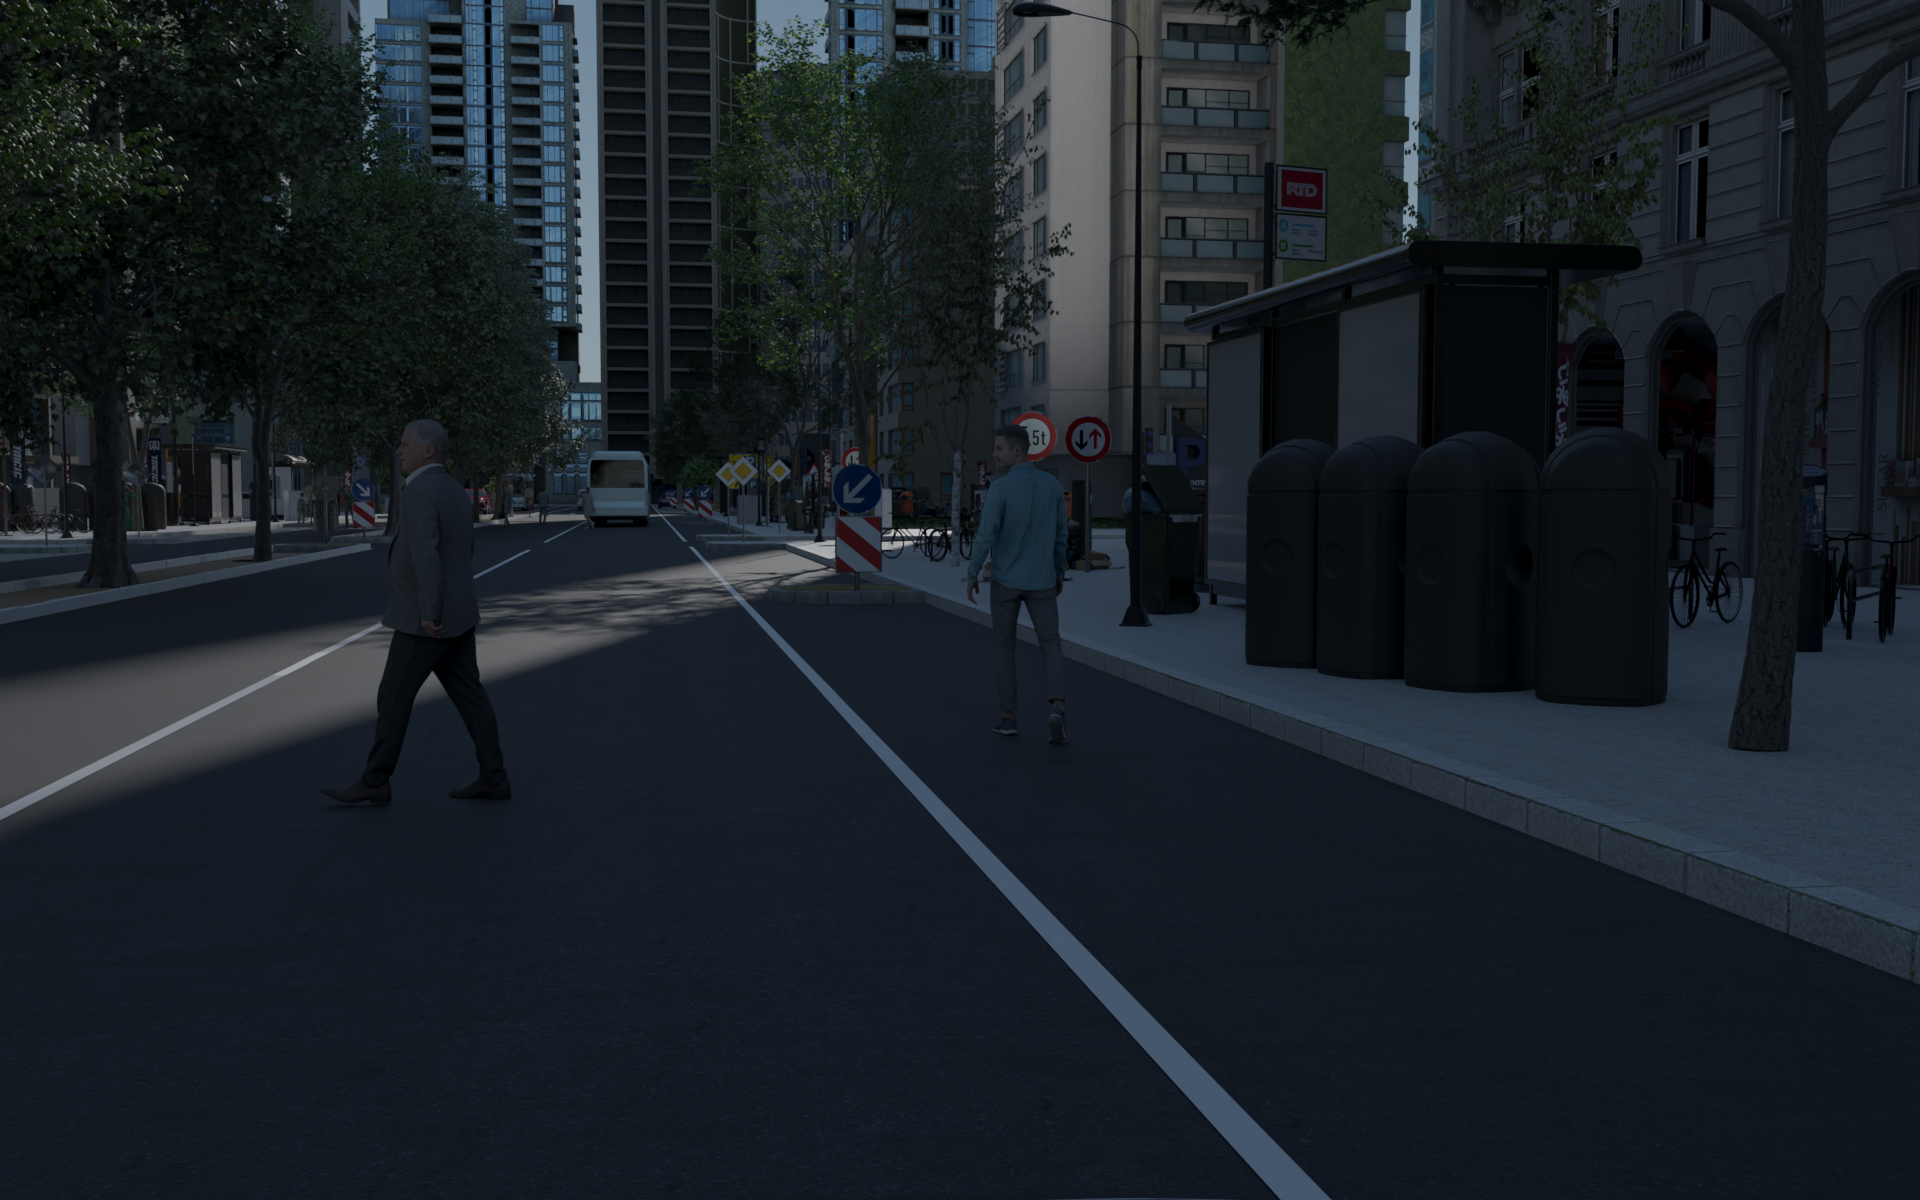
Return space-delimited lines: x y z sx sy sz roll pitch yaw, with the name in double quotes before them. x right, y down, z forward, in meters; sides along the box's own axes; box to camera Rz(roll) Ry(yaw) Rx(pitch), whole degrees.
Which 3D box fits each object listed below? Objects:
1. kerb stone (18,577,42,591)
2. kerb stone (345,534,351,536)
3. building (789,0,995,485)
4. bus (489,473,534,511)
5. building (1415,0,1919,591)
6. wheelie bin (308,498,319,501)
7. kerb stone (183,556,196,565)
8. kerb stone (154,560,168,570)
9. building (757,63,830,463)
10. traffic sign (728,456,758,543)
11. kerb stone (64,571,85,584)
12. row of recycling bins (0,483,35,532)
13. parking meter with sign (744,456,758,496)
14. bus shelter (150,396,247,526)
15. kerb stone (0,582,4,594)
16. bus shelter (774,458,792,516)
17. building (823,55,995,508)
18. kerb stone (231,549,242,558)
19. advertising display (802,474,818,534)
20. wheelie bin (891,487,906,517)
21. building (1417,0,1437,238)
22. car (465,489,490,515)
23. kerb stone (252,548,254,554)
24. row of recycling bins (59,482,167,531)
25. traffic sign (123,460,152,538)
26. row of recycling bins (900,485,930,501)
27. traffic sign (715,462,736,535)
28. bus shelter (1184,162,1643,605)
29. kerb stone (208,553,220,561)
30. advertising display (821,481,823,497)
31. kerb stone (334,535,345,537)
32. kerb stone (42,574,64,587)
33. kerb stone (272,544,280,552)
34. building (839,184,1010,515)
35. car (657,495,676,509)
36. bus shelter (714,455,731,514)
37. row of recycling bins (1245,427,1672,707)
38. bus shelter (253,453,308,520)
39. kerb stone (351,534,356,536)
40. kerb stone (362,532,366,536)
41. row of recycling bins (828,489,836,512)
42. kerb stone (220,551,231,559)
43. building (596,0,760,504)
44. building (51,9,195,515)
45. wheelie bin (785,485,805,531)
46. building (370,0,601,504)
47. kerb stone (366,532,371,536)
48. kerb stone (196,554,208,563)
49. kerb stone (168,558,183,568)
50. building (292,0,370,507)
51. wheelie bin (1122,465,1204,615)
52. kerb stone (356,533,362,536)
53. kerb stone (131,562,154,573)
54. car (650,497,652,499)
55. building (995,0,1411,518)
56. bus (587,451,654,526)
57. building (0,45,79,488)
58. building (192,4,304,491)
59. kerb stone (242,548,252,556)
"kerb stone" -13.961 -0.221 25.812 0.120 0.150 1.000 -1 4 -10
"kerb stone" -19.074 -1.921 53.599 0.120 0.150 1.000 -1 4 -10
"building" -5.353 -52.973 178.775 22.319 86.520 31.000 -1 4 -10
"bus" -38.276 -9.391 148.395 2.948 3.499 13.247 -1 4 -10
"building" 17.808 -11.261 25.918 13.314 21.916 24.055 -1 4 -10
"wheelie bin" -35.008 -5.253 93.789 0.980 1.594 0.693 -1 4 -21
"kerb stone" -15.629 -0.776 34.878 0.120 0.150 1.000 -1 4 -10
"kerb stone" -15.266 -0.648 32.859 0.120 0.150 1.000 -1 4 -10
"building" -13.298 -42.389 235.062 28.212 58.520 21.231 -1 4 -10
"traffic sign" -5.724 -2.576 45.752 0.795 2.450 0.064 -1 4 -10
"kerb stone" -14.330 -0.340 27.824 0.120 0.150 1.000 -1 4 -10
"row of recycling bins" -33.114 -3.165 58.854 1.069 1.692 3.534 1 4 20
"parking meter with sign" -9.478 -5.055 78.912 0.543 3.016 1.738 -1 4 -12
"bus shelter" -32.307 -5.854 73.343 2.179 5.291 8.768 -1 4 -10
"kerb stone" -13.775 -0.157 24.807 0.120 0.150 1.000 -1 4 -10
"bus shelter" -10.542 -6.447 99.324 2.014 3.302 5.546 -1 4 -10
"building" 3.995 -28.264 153.998 32.217 40.220 23.993 -1 4 -10
"kerb stone" -16.375 -1.023 38.921 0.120 0.150 1.000 -1 4 -10
"advertising display" -4.908 -3.115 56.147 0.123 1.923 0.974 -2 4 -23
"wheelie bin" -2.638 -4.091 74.799 0.980 1.594 0.693 1 4 10
"building" 38.436 -28.368 83.427 30.456 49.044 23.786 -1 4 -10
"car" -34.463 -6.983 122.844 2.281 1.827 5.304 -1 4 -12
"kerb stone" -16.752 -1.142 40.940 0.120 0.150 1.000 -1 4 -10
"row of recycling bins" -30.113 -3.337 61.668 1.069 1.692 3.534 3 5 44
"traffic sign" -23.987 -2.868 50.540 0.795 2.450 0.064 -1 4 -10
"row of recycling bins" -2.210 -5.263 93.160 1.069 1.692 3.534 1 4 9
"traffic sign" -7.171 -3.056 53.606 0.795 2.450 0.064 -1 4 -10
"bus shelter" 3.944 -2.513 18.720 2.179 5.291 8.768 -1 4 -10
"kerb stone" -16.004 -0.899 36.894 0.120 0.150 1.000 -1 4 -10
"advertising display" -6.801 -4.604 80.488 0.974 1.923 0.123 2 4 28
"kerb stone" -18.891 -1.859 52.593 0.120 0.150 1.000 -1 4 -10
"kerb stone" -14.146 -0.283 26.819 0.120 0.150 1.000 -1 4 -10
"kerb stone" -17.299 -1.332 43.975 0.120 0.150 1.000 -1 4 -10
"building" 7.536 -16.387 112.961 27.650 21.520 28.899 -1 4 -10
"car" -28.117 -9.401 166.284 1.945 1.354 3.894 -1 4 -10
"bus shelter" -14.420 -7.176 108.617 1.731 3.624 6.357 -1 4 -10
"row of recycling bins" 3.264 -0.293 11.908 1.069 1.692 3.534 -2 4 -32
"bus shelter" -34.256 -5.759 88.081 2.014 3.302 5.546 -1 4 -10
"kerb stone" -19.261 -1.974 54.605 0.120 0.150 1.000 -1 4 -10
"kerb stone" -19.637 -2.105 56.620 0.120 0.150 1.000 -1 4 -10
"row of recycling bins" -7.944 -7.318 126.762 3.534 1.692 1.069 -2 4 -25
"kerb stone" -16.188 -0.956 37.903 0.120 0.150 1.000 -1 4 -10
"building" -37.095 -48.371 229.120 20.611 71.187 20.563 -1 4 -10
"building" -53.512 -25.428 99.341 14.154 41.232 14.086 -1 4 -10
"wheelie bin" -5.616 -3.199 60.212 0.980 1.594 0.693 -2 4 -27
"building" -62.676 -55.805 225.086 31.000 86.520 22.319 -1 4 -10
"kerb stone" -19.823 -2.164 57.634 0.120 0.150 1.000 -1 4 -10
"kerb stone" -15.816 -0.837 35.889 0.120 0.150 1.000 -1 4 -10
"kerb stone" -15.437 -0.714 33.867 0.120 0.150 1.000 -1 4 -10
"building" -74.500 -38.539 172.116 28.212 58.520 21.231 -1 4 -10
"wheelie bin" 2.152 -0.658 18.674 0.693 1.594 0.980 3 5 45
"kerb stone" -19.442 -2.044 55.616 0.120 0.150 1.000 -1 4 -10
"kerb stone" -15.073 -0.586 31.846 0.120 0.150 1.000 -1 4 -10
"car" -31.331 -9.831 169.768 2.155 1.783 4.494 -1 4 -10
"building" 9.591 -23.827 73.170 14.086 41.232 14.154 -1 4 -10
"bus" -15.770 -5.247 80.644 2.948 3.499 13.247 -1 4 -10
"building" -102.749 -31.363 167.407 28.867 44.769 22.147 -1 4 -10
"building" -64.084 -50.201 133.457 22.319 86.520 31.000 -1 4 -10
"kerb stone" -16.559 -1.085 39.928 0.120 0.150 1.000 -1 4 -10
